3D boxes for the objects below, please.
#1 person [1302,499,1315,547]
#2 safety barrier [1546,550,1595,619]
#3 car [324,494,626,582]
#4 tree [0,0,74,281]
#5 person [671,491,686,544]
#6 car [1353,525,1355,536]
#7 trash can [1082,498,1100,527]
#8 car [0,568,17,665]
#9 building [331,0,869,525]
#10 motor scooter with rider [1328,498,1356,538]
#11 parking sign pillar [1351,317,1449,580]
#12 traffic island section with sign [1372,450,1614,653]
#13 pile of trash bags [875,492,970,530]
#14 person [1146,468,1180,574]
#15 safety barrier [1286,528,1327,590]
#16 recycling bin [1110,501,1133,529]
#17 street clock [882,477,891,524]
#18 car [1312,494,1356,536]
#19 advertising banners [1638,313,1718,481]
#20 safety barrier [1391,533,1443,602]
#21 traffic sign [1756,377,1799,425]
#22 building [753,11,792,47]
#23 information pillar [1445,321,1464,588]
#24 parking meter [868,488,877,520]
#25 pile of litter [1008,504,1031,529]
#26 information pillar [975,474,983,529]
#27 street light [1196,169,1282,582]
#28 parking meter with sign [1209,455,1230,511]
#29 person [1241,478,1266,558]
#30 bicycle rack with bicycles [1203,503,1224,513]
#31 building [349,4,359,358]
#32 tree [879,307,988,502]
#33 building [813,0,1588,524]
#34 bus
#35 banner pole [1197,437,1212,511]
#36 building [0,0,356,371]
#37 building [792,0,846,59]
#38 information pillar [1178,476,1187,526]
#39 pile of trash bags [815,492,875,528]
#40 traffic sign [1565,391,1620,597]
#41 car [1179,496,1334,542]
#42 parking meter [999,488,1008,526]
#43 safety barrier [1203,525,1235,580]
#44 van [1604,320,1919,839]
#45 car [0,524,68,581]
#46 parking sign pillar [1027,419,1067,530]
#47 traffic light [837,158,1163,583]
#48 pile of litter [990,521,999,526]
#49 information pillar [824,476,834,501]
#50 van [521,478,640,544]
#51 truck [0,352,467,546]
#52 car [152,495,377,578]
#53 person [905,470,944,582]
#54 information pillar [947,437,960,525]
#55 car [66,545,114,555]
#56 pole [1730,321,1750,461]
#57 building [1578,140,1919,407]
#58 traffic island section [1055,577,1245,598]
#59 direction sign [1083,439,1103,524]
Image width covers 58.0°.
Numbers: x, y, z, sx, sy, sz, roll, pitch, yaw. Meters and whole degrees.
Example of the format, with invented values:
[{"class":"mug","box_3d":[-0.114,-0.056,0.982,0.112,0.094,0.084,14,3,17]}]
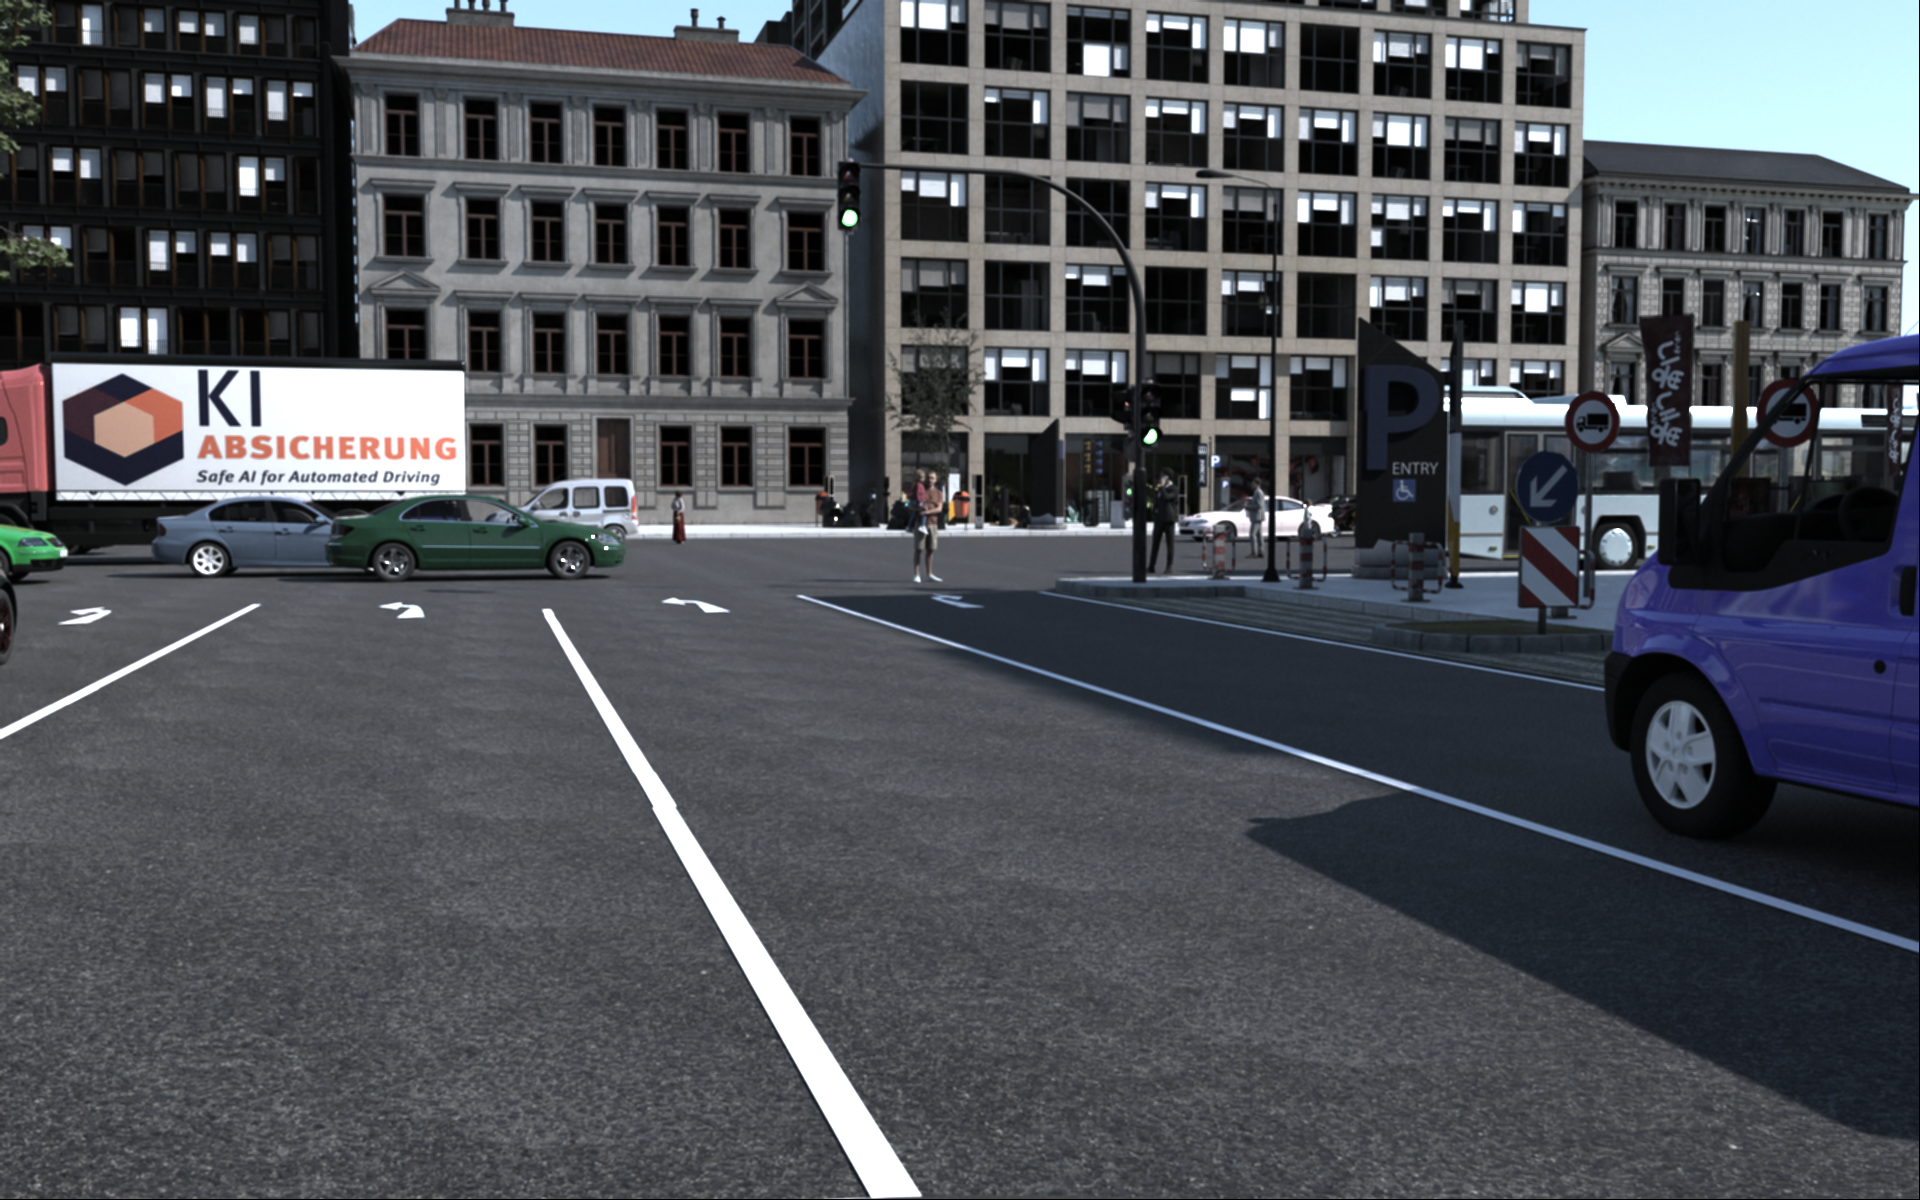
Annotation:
[{"class":"person","box_3d":[9.438,-2.085,46.864,0.394,1.301,0.425,0,4,-6]},{"class":"safety barrier","box_3d":[6.189,-0.219,17.858,0.300,0.817,1.120,-1,4,-16]},{"class":"car","box_3d":[-8.154,-1.072,29.330,4.920,1.459,2.131,-1,4,-17]},{"class":"tree","box_3d":[-12.313,-5.866,16.501,7.486,12.596,7.792,0,3,0]},{"class":"person","box_3d":[-8.156,-2.401,50.230,0.387,1.526,0.523,-2,4,-34]},{"class":"car","box_3d":[12.730,-2.278,46.048,4.718,1.807,1.959,-1,4,-17]},{"class":"trash can","box_3d":[5.137,-3.442,67.925,0.748,1.137,0.748,0,3,0]},{"class":"car","box_3d":[-8.540,-0.203,13.111,2.009,1.686,4.222,-1,4,-14]},{"class":"building","box_3d":[-15.559,-14.633,75.407,21.152,22.565,11.583,-1,4,-16]},{"class":"motor scooter with rider","box_3d":[13.017,-2.945,57.116,1.986,1.779,0.876,-1,4,-16]},{"class":"parking sign pillar","box_3d":[6.722,-2.317,26.355,1.447,3.967,1.447,0,4,2]},{"class":"traffic island section with sign","box_3d":[5.033,-0.479,16.459,1.989,1.847,2.006,-1,4,-16]},{"class":"pile of trash bags","box_3d":[-1.021,-3.185,61.827,3.447,1.369,1.912,3,5,40]},{"class":"person","box_3d":[3.647,-1.429,31.228,0.474,1.900,0.648,-3,5,-43]},{"class":"safety barrier","box_3d":[4.663,-0.554,23.327,0.300,0.817,1.120,-1,4,-16]},{"class":"recycling bin","box_3d":[6.063,-3.164,64.294,0.722,1.027,0.722,3,5,41]},{"class":"street clock","box_3d":[-3.105,-4.192,73.105,0.358,2.002,0.471,0,4,-2]},{"class":"car","box_3d":[13.062,-3.052,59.679,4.222,1.686,2.009,-1,4,-17]},{"class":"advertising banners","box_3d":[7.496,-1.242,16.498,2.074,3.025,0.090,3,4,38]},{"class":"safety barrier","box_3d":[5.423,-0.386,20.587,0.300,0.817,1.120,-1,4,-16]},{"class":"traffic sign","box_3d":[9.048,-1.158,19.040,0.768,2.556,0.104,-1,4,-10]},{"class":"building","box_3d":[-12.415,-31.420,163.825,14.600,45.320,14.200,-1,4,-16]},{"class":"information pillar","box_3d":[6.770,-1.978,23.690,0.183,3.616,0.504,0,4,5]},{"class":"parking meter","box_3d":[-3.661,-3.941,72.844,0.372,1.533,0.369,0,3,0]},{"class":"pile of litter","box_3d":[2.595,-3.096,64.582,1.176,0.858,1.719,-3,5,-39]},{"class":"information pillar","box_3d":[0.708,-3.647,64.117,0.304,2.012,0.304,0,4,3]},{"class":"street light","box_3d":[4.037,-3.212,25.052,1.470,5.913,1.316,-1,4,-16]},{"class":"parking meter with sign","box_3d":[11.620,-4.927,76.822,0.543,3.016,1.738,-1,4,-15]},{"class":"person","box_3d":[6.579,-1.846,38.884,0.583,1.804,0.606,0,4,1]},{"class":"bicycle rack with bicycles","box_3d":[11.132,-3.401,68.980,2.925,0.926,2.852,-2,4,-30]},{"class":"building","box_3d":[-91.089,-55.709,223.509,31.000,86.520,22.319,-1,4,-16]},{"class":"tree","box_3d":[-0.868,-7.154,67.326,4.360,8.622,3.978,0,3,0]},{"class":"building","box_3d":[10.601,-17.283,87.093,34.151,26.468,19.350,-1,4,-16]},{"class":"bus","box_3d":[14.112,-2.258,31.771,13.247,3.499,2.948,-1,4,-14]},{"class":"banner pole","box_3d":[10.687,-5.223,75.406,0.863,3.779,0.401,-1,4,-20]},{"class":"building","box_3d":[-33.468,-14.735,70.597,15.834,23.373,12.332,-1,4,-16]},{"class":"building","box_3d":[-4.451,-43.320,146.528,20.563,71.187,20.611,-1,4,-16]},{"class":"information pillar","box_3d":[8.906,-3.965,69.326,0.304,2.012,0.304,1,4,15]},{"class":"pile of trash bags","box_3d":[-4.600,-3.492,66.843,1.912,1.369,3.447,-3,4,-36]},{"class":"traffic sign","box_3d":[7.804,-1.308,21.492,0.768,2.556,0.104,-1,4,-14]},{"class":"car","box_3d":[9.014,-2.469,52.733,4.827,1.381,2.083,-1,4,-17]},{"class":"parking meter","box_3d":[1.749,-3.720,69.235,0.372,1.533,0.369,0,3,0]},{"class":"safety barrier","box_3d":[3.891,-0.721,26.060,0.300,0.817,1.120,-1,4,-16]},{"class":"van","box_3d":[4.323,-0.082,5.732,2.240,2.365,5.245,-1,4,-14]},{"class":"car","box_3d":[-16.765,-1.137,27.383,4.718,1.807,1.959,-1,4,-16]},{"class":"parking sign pillar","box_3d":[3.156,-4.530,62.540,1.447,3.967,1.447,-3,5,-42]},{"class":"traffic light","box_3d":[0.578,-3.037,24.321,4.771,5.953,1.251,-1,4,-16]},{"class":"pile of litter","box_3d":[1.942,-3.469,70.690,1.176,0.858,1.719,-2,4,-35]},{"class":"information pillar","box_3d":[-5.382,-4.080,71.196,0.304,2.012,0.304,3,5,40]},{"class":"van","box_3d":[-10.652,-2.400,46.256,4.112,2.044,2.013,-1,4,-14]},{"class":"truck","box_3d":[-16.083,-2.878,35.967,11.283,4.237,2.839,-1,4,-16]},{"class":"car","box_3d":[-11.797,-1.138,30.604,4.499,1.417,2.014,-1,4,-15]},{"class":"person","box_3d":[-0.595,-1.206,28.187,0.573,1.828,0.580,2,4,28]},{"class":"information pillar","box_3d":[-0.262,-4.863,70.866,0.504,3.616,0.183,-1,4,-20]},{"class":"car","box_3d":[-22.267,-1.898,40.826,4.222,1.686,2.009,-1,4,-14]},{"class":"pole","box_3d":[9.222,-1.632,20.521,0.158,3.312,0.155,0,3,0]},{"class":"building","box_3d":[37.720,-13.756,89.535,19.286,19.102,10.561,-1,4,-16]},{"class":"traffic island section","box_3d":[2.610,-0.175,25.145,2.009,0.180,2.903,-1,4,-16]},{"class":"direction sign","box_3d":[5.438,-4.820,70.804,0.876,3.537,0.379,-1,4,-22]}]
